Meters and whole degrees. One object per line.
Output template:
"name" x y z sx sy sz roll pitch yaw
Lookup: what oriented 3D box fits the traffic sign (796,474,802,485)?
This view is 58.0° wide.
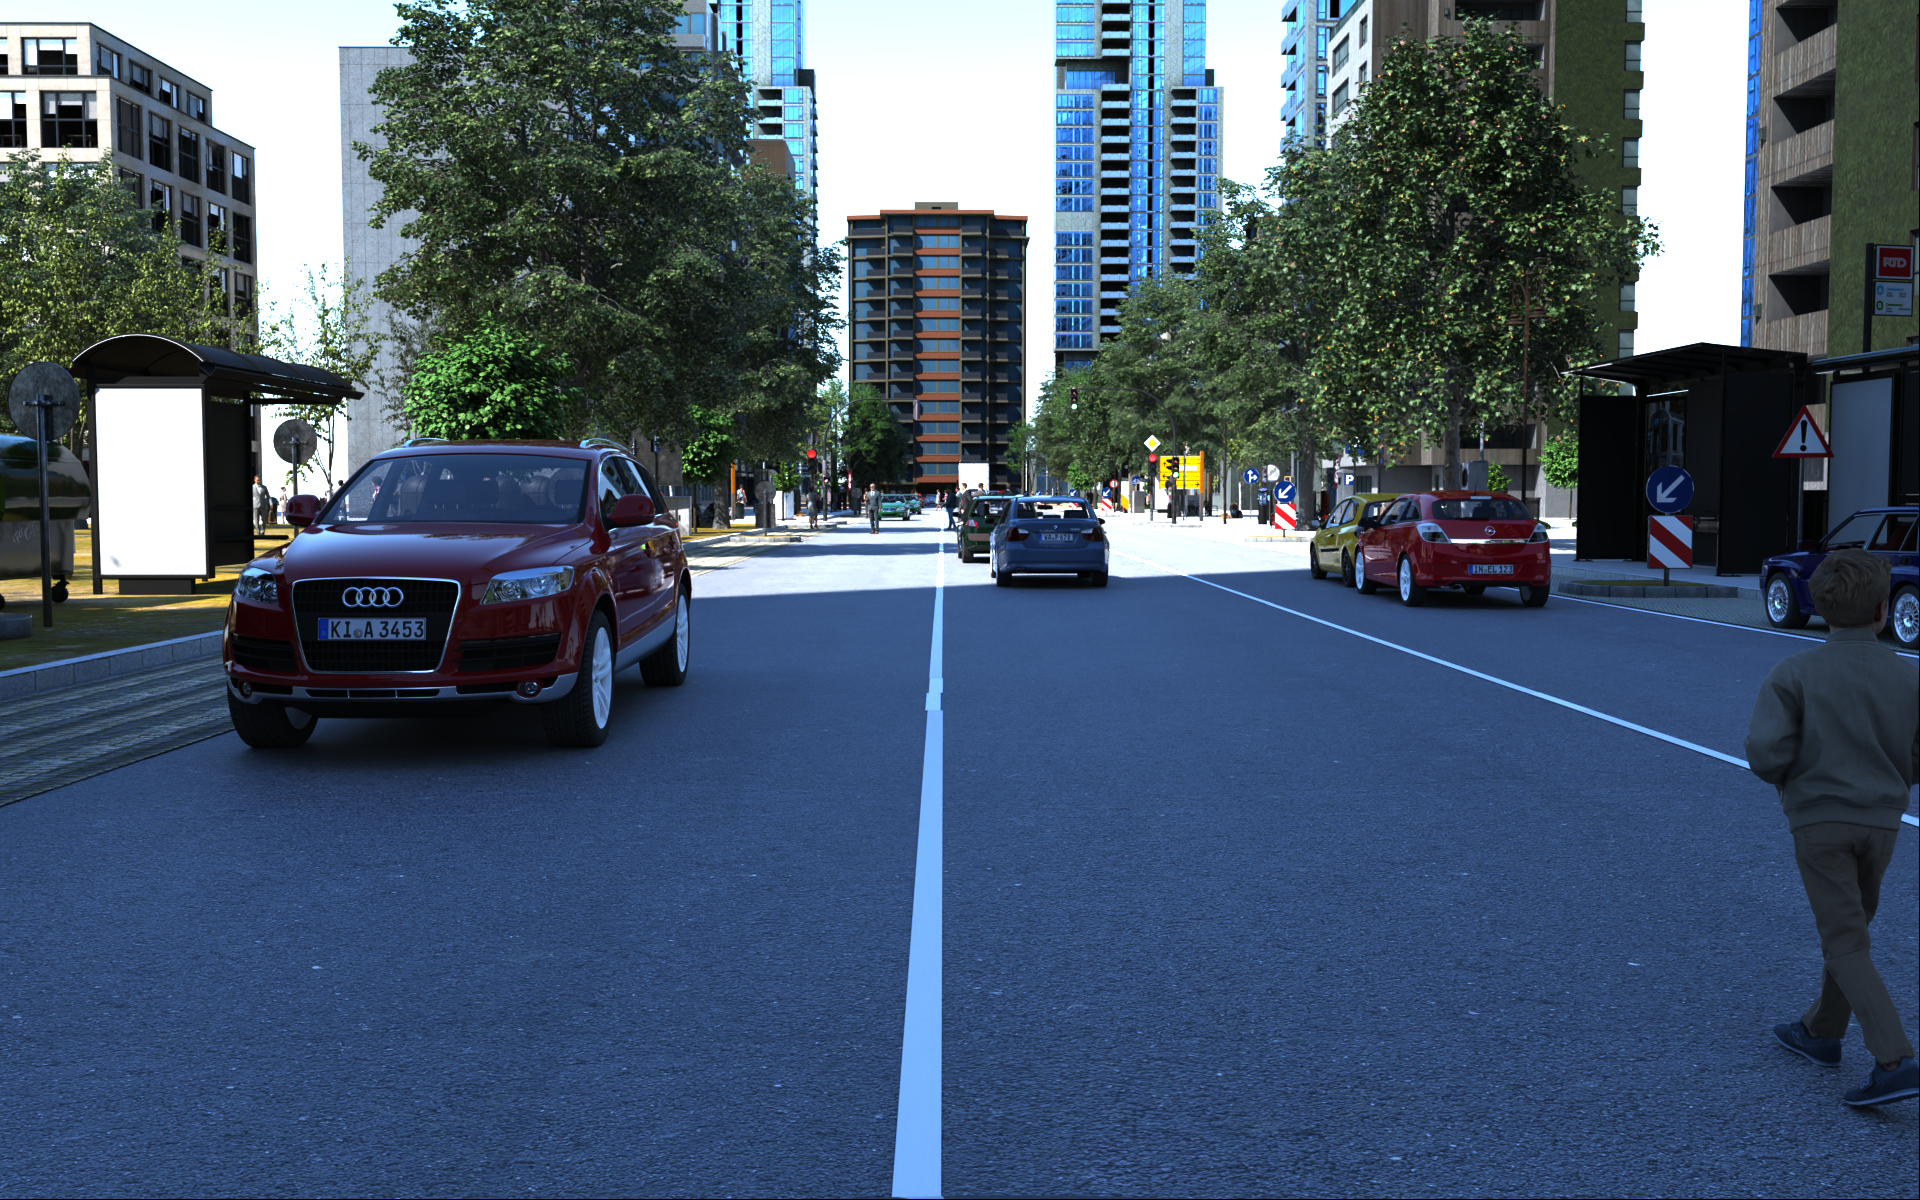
"traffic sign" -10.592 -6.852 112.130 0.768 2.556 0.104 0 4 1

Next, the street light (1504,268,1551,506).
"street light" 11.604 -3.839 35.555 0.468 5.910 1.993 0 4 -1

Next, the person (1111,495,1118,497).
"person" 18.341 -12.320 207.564 1.348 1.812 0.705 2 4 28

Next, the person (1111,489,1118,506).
"person" 16.274 -10.861 183.756 1.348 1.807 0.705 3 4 37

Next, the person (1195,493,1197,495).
"person" 22.067 -9.337 161.955 0.557 1.426 1.065 -2 4 -25

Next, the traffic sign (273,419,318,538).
"traffic sign" -11.252 -1.787 29.325 0.768 2.556 0.104 0 4 3

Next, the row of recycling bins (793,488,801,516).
"row of recycling bins" -9.807 -5.742 100.987 1.069 1.692 3.534 0 4 -2

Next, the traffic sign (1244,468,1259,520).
"traffic sign" 14.469 -5.259 86.093 0.768 2.556 0.104 0 4 0

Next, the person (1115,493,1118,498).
"person" 16.072 -10.228 173.414 1.348 1.807 0.705 3 4 39

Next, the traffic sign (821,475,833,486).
"traffic sign" -8.631 -6.849 112.089 0.768 2.556 0.104 0 4 4

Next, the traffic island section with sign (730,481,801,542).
"traffic island section with sign" -5.791 -2.644 51.855 1.989 1.847 2.006 0 4 -1

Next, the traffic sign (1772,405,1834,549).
"traffic sign" 12.364 -1.557 25.462 0.884 2.594 0.081 0 4 3

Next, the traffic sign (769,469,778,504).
"traffic sign" -9.697 -5.429 88.866 0.768 2.556 0.104 0 4 5

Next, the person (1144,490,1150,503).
"person" 18.901 -10.439 176.713 0.705 1.826 1.348 3 5 40

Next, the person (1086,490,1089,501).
"person" 15.923 -12.797 215.302 0.705 1.821 1.348 2 4 26

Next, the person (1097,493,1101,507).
"person" 13.997 -10.425 177.014 0.721 1.766 1.217 -2 4 -29

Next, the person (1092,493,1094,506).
"person" 13.376 -10.062 172.023 0.415 1.643 0.593 3 5 42

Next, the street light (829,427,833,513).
"street light" -8.906 -9.003 119.991 0.468 5.910 1.993 0 4 -1

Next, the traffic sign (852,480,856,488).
"traffic sign" -9.808 -9.614 157.292 0.768 2.556 0.104 0 4 4

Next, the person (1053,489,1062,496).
"person" 12.450 -13.207 221.610 1.348 1.869 0.705 -1 4 -20

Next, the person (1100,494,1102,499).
"person" 17.556 -12.734 214.788 0.434 1.755 0.990 2 4 30

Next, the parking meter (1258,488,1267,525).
"parking meter" 12.716 -3.934 72.724 0.372 1.533 0.369 0 3 0

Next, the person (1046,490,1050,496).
"person" 10.861 -12.669 213.885 0.721 1.736 1.217 2 4 26

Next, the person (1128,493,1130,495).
"person" 16.855 -10.340 175.818 1.217 1.736 0.721 0 4 -3

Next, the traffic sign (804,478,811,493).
"traffic sign" -11.759 -8.223 134.543 0.768 2.556 0.104 1 4 9

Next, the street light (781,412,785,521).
"street light" -8.420 -6.697 82.276 0.468 5.910 1.993 0 4 -1

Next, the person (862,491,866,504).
"person" -12.682 -13.783 231.402 0.705 1.823 1.348 2 4 24

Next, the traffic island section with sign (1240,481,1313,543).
"traffic island section with sign" 9.432 -2.631 51.652 1.989 1.847 2.006 0 4 -1

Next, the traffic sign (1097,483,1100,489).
"traffic sign" 12.176 -9.329 154.662 0.606 2.300 0.079 0 4 2

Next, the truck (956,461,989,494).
"truck" 1.140 -9.884 150.519 2.839 4.237 11.283 0 4 -1

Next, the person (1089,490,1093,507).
"person" 12.953 -10.040 170.746 0.434 1.755 0.990 2 4 30

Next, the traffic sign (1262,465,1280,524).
"traffic sign" 13.408 -4.568 74.791 0.768 2.556 0.104 0 4 0

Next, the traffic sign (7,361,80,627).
"traffic sign" -8.812 -1.012 16.654 0.768 2.556 0.104 1 4 9

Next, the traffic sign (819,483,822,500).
"traffic sign" -11.131 -8.385 137.195 0.768 2.556 0.104 0 4 5

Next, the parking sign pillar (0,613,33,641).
"parking sign pillar" -9.054 -1.639 15.266 1.447 3.967 1.447 -2 4 -27

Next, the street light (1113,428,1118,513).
"street light" 10.668 -8.961 119.308 0.468 5.910 1.993 0 4 -1

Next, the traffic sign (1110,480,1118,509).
"traffic sign" 13.534 -9.314 152.396 0.768 2.556 0.104 0 3 0

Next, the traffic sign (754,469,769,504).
"traffic sign" -7.976 -4.122 69.529 0.606 2.300 0.079 0 4 4

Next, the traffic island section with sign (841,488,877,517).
"traffic island section with sign" -6.321 -6.004 106.791 1.989 1.847 2.006 0 4 -1

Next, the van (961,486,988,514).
"van" 0.849 -5.485 96.695 2.013 2.044 4.112 0 3 0

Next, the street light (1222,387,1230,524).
"street light" 11.239 -6.146 73.270 0.468 5.910 1.993 0 4 -1

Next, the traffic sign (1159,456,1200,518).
"traffic sign" 11.678 -5.975 91.570 2.265 3.308 0.079 0 4 8

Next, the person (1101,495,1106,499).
"person" 15.947 -11.228 190.142 0.750 1.759 0.617 -3 4 -38

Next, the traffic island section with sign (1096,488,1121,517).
"traffic island section with sign" 8.910 -6.049 107.532 1.989 1.847 2.006 0 4 -1

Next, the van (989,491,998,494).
"van" 4.060 -12.748 215.442 2.013 2.044 4.112 0 4 -2

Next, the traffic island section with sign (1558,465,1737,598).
"traffic island section with sign" 9.691 -0.983 24.698 1.989 1.847 2.006 0 4 -1

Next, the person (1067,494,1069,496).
"person" 13.323 -12.301 207.120 1.348 1.831 0.705 2 4 33

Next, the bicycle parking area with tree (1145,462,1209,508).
"bicycle parking area with tree" 20.566 -10.049 151.296 9.016 4.147 8.231 0 4 -3

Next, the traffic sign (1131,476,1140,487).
"traffic sign" 12.331 -7.392 120.968 0.768 2.556 0.104 0 4 3

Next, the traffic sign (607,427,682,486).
"traffic sign" -9.543 -3.583 52.448 2.265 3.308 0.079 0 4 1
